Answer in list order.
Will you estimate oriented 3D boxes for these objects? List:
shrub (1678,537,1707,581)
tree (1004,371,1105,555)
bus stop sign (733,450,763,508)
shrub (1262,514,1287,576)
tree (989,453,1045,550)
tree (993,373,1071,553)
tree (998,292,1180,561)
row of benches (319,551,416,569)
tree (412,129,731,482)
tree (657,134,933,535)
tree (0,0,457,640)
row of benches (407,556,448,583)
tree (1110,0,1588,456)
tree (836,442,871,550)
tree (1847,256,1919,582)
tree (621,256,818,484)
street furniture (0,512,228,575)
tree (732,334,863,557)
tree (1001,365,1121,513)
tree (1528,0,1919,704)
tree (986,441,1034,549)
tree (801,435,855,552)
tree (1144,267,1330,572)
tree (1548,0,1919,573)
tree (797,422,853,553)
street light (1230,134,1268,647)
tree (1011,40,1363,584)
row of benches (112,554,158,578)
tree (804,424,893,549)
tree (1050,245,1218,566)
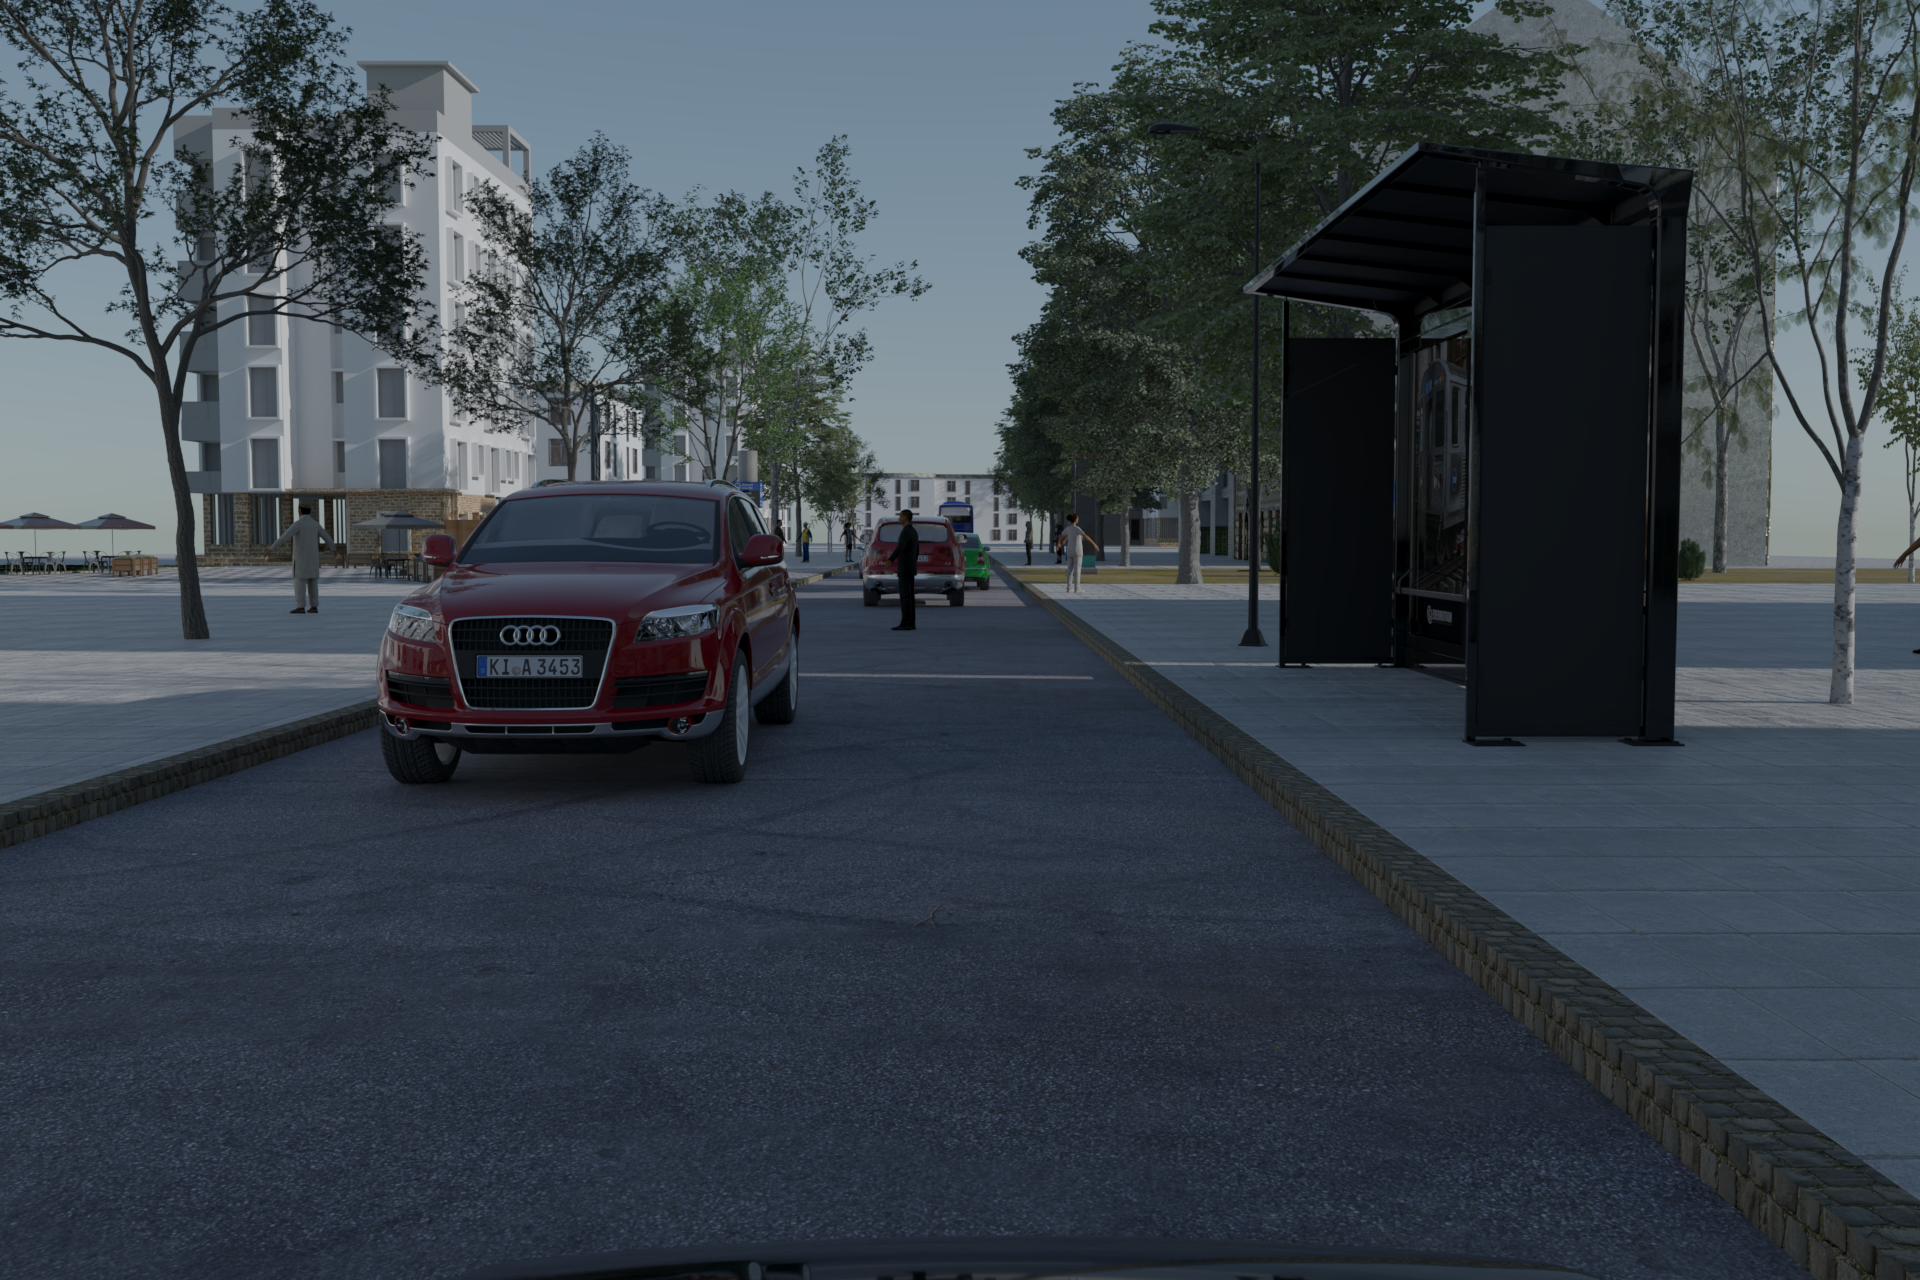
[{"bbox_3d":[20.082,-2.242,47.769,1.383,1.207,1.383,0,3,0],"label":"shrub"},{"bbox_3d":[6.371,-11.450,105.339,7.486,12.596,7.792,0,3,0],"label":"tree"},{"bbox_3d":[-6.712,-4.026,54.845,0.837,3.901,0.837,0,4,0],"label":"bus stop sign"},{"bbox_3d":[10.070,-2.972,52.639,1.661,2.075,1.752,0,3,0],"label":"shrub"},{"bbox_3d":[6.410,-12.392,137.014,8.767,10.594,7.601,0,4,1],"label":"tree"},{"bbox_3d":[5.686,-12.041,115.002,7.486,12.596,7.792,0,3,0],"label":"tree"},{"bbox_3d":[6.664,-10.717,81.884,9.857,13.997,8.962,0,3,0],"label":"tree"},{"bbox_3d":[-22.139,-2.998,64.484,4.104,0.672,1.422,1,4,10],"label":"row of benches"},{"bbox_3d":[-8.600,-6.411,39.235,7.601,10.594,8.767,-3,4,-38],"label":"tree"},{"bbox_3d":[-8.088,-13.858,82.475,12.611,20.169,13.585,0,3,0],"label":"tree"},{"bbox_3d":[-9.662,-5.296,21.003,7.601,10.594,8.767,1,4,19],"label":"tree"},{"bbox_3d":[-14.086,-1.882,46.226,1.422,0.672,4.104,-2,4,-27],"label":"row of benches"},{"bbox_3d":[5.623,-6.616,26.304,7.486,12.596,7.792,0,3,0],"label":"tree"},{"bbox_3d":[-8.953,-11.289,134.930,4.737,8.622,4.395,0,3,0],"label":"tree"},{"bbox_3d":[25.545,-5.841,45.861,4.737,8.622,4.395,0,3,0],"label":"tree"},{"bbox_3d":[-9.139,-8.547,65.499,9.928,11.665,9.643,0,3,0],"label":"tree"},{"bbox_3d":[-33.448,-2.876,52.048,14.083,1.986,27.439,0,4,1],"label":"street furniture"},{"bbox_3d":[-9.585,-11.034,98.536,7.486,12.596,7.792,0,3,0],"label":"tree"},{"bbox_3d":[5.934,-10.813,94.926,7.486,12.596,7.792,0,3,0],"label":"tree"},{"bbox_3d":[6.685,-3.810,12.655,4.360,8.622,3.978,0,3,0],"label":"tree"},{"bbox_3d":[6.140,-12.913,145.545,8.767,10.594,7.601,1,4,9],"label":"tree"},{"bbox_3d":[-9.071,-10.443,121.099,4.737,8.622,4.395,0,3,0],"label":"tree"},{"bbox_3d":[9.996,-8.142,58.872,9.928,11.665,9.643,0,3,0],"label":"tree"},{"bbox_3d":[23.729,-12.307,57.111,12.611,20.169,13.585,0,3,0],"label":"tree"},{"bbox_3d":[-8.606,-10.005,113.952,4.360,8.622,3.978,0,3,0],"label":"tree"},{"bbox_3d":[3.906,-2.884,19.696,1.470,5.913,1.316,0,4,0],"label":"street light"},{"bbox_3d":[5.823,-8.409,44.137,9.857,13.997,8.962,0,3,0],"label":"tree"},{"bbox_3d":[-25.239,-2.295,52.991,1.422,0.672,4.104,-1,4,-15],"label":"row of benches"},{"bbox_3d":[-9.033,-12.821,144.030,7.601,10.594,8.767,2,4,25],"label":"tree"},{"bbox_3d":[6.900,-9.205,68.626,7.486,12.596,7.792,0,3,0],"label":"tree"}]
